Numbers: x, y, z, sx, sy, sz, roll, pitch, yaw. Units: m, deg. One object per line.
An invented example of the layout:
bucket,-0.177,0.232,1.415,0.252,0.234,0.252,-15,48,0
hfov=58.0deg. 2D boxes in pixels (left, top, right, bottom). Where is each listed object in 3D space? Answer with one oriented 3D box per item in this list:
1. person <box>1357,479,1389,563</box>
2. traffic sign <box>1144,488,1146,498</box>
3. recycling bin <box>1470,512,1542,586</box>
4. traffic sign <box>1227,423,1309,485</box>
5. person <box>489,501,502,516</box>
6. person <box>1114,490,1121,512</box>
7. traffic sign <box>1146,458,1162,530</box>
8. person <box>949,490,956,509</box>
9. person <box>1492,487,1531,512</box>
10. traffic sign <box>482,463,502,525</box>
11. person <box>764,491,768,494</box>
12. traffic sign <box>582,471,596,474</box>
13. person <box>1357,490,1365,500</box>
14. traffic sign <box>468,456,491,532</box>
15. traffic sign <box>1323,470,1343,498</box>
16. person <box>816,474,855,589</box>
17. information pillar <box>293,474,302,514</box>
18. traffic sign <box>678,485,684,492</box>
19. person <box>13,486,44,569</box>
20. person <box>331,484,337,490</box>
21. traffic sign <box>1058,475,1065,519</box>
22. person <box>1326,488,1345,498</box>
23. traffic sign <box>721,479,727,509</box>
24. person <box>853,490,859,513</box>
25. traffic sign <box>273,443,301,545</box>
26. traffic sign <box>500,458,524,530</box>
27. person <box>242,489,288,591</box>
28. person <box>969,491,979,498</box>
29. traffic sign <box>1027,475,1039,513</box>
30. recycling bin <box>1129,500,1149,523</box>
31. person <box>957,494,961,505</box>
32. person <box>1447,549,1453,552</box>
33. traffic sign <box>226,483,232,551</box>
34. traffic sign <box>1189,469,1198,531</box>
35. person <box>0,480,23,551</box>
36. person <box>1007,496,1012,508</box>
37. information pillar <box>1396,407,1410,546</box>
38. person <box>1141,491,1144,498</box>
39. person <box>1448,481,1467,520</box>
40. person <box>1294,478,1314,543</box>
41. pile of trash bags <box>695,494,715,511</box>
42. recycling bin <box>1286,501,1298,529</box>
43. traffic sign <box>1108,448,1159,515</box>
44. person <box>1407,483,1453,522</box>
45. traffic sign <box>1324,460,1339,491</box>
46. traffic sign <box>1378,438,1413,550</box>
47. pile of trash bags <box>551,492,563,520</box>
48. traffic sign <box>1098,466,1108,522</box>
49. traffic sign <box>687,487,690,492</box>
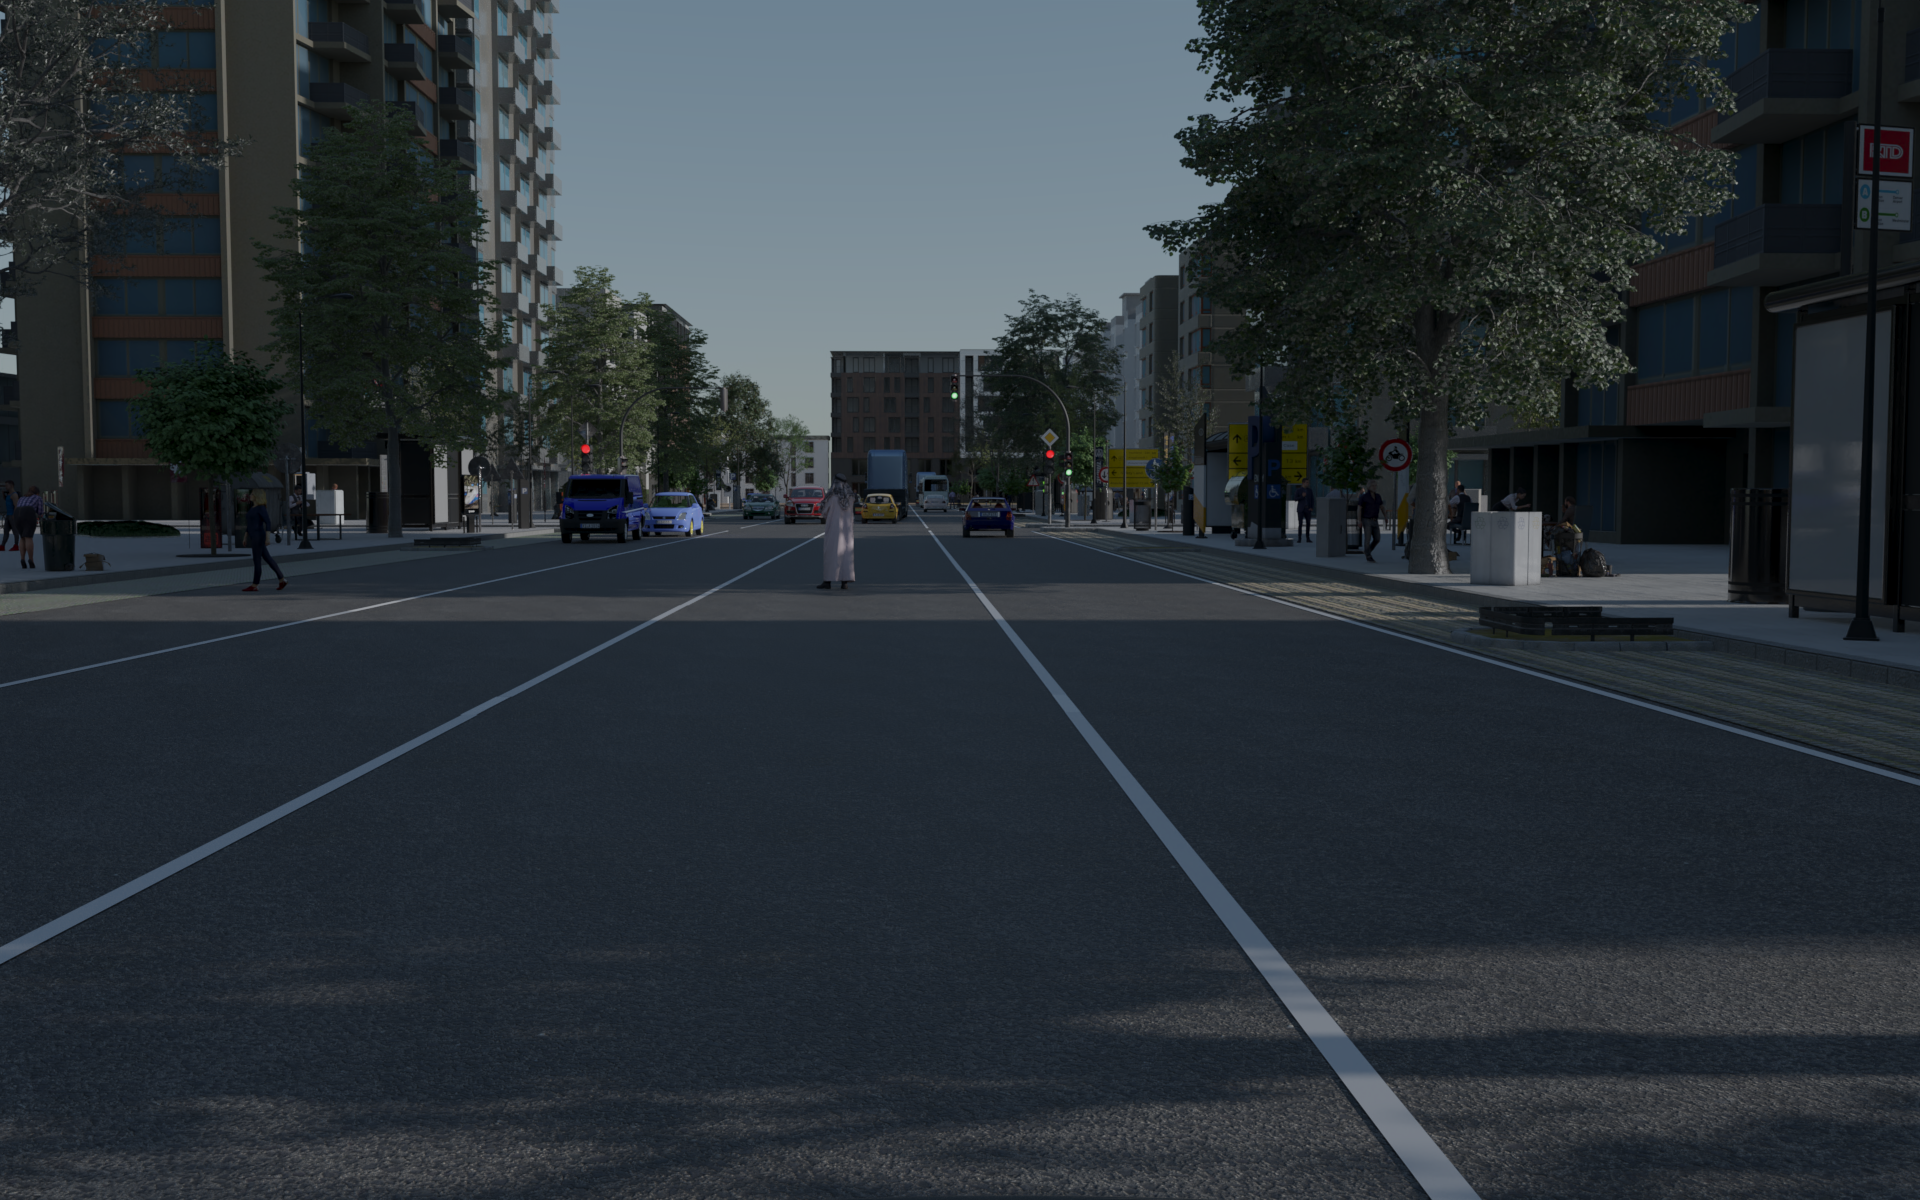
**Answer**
person,7.766,-1.487,32.559,0.569,1.553,0.471,1,4,15
traffic sign,8.624,-4.939,80.859,0.768,2.556,0.104,0,4,6
recycling bin,7.739,-0.734,24.559,0.722,1.027,0.722,-3,5,-39
traffic sign,8.741,-3.387,49.243,2.265,3.308,0.079,0,4,8
person,-26.608,-5.214,99.222,0.695,0.859,0.347,-1,4,-16
person,11.415,-7.200,125.822,0.516,1.574,0.319,2,4,25
traffic sign,6.969,-3.761,61.599,0.768,2.556,0.104,0,4,7
person,-0.733,-9.656,166.238,0.709,1.838,0.599,0,4,-2
person,12.888,-1.918,40.588,0.799,1.438,0.628,0,4,4
traffic sign,-19.678,-4.456,72.858,0.884,2.594,0.081,0,4,6
person,-24.121,-12.747,215.160,1.217,1.736,0.721,-1,4,-9
traffic sign,-17.463,-4.995,81.405,0.795,2.593,0.064,0,4,-1
person,17.891,-4.207,77.032,0.429,1.552,0.499,0,4,8
traffic sign,-16.165,-3.557,58.256,0.768,2.556,0.104,0,4,0
traffic sign,8.963,-2.491,40.725,0.884,2.594,0.081,0,4,0
person,-1.837,-1.042,26.206,0.621,1.740,0.551,3,5,42
information pillar,-24.774,-3.695,64.904,0.304,2.012,0.304,-2,4,-32
traffic sign,-19.897,-7.480,122.296,0.884,2.594,0.081,0,4,2
person,-16.044,-1.258,29.845,0.421,1.427,0.697,0,4,-8
person,-28.019,-4.346,77.788,0.600,1.739,0.565,-2,4,-30
traffic sign,5.485,-5.540,90.677,0.768,2.556,0.104,0,4,3
person,9.363,-2.151,43.420,0.614,1.554,0.590,1,4,14
traffic sign,-20.119,-8.943,146.214,0.884,2.594,0.081,0,4,6
person,-7.906,-7.497,131.622,0.434,1.755,0.990,2,4,26
traffic sign,-16.765,-2.635,43.184,0.768,2.556,0.104,0,4,5
traffic sign,-15.966,-3.775,61.727,0.884,2.594,0.081,0,4,0
person,-10.301,-0.892,25.623,0.480,1.512,0.613,2,4,35
person,0.869,-5.771,104.310,0.517,1.644,0.566,-2,4,-35
traffic sign,4.831,-6.993,114.336,0.884,2.594,0.081,0,4,7
recycling bin,7.915,-3.880,75.992,0.722,1.027,0.722,-2,4,-28
person,-0.251,-10.775,185.195,0.617,1.759,0.750,-3,4,-38
person,10.361,-1.790,37.516,0.499,1.552,0.429,-2,4,-33
traffic sign,-16.330,-2.358,38.658,0.768,2.556,0.104,0,4,-1
traffic sign,8.330,-3.715,60.737,0.884,2.594,0.081,0,4,0
person,-21.414,-1.901,38.993,0.647,1.594,0.662,2,4,31
person,3.718,-7.494,131.114,0.480,1.512,0.613,3,5,43
information pillar,10.863,-3.124,42.436,0.183,3.616,0.504,-1,4,-8
person,12.846,-6.873,121.113,0.574,1.496,0.600,0,4,5
person,18.218,-3.475,63.417,0.990,1.755,0.434,3,4,36
person,9.069,-2.366,45.639,0.541,1.710,0.530,0,4,2
pile of trash bags,-20.029,-7.699,135.623,1.912,1.369,3.447,0,4,-4
recycling bin,12.035,-3.122,63.599,0.722,1.027,0.722,-2,4,-35
traffic sign,7.685,-5.070,76.772,2.265,3.308,0.079,0,4,0
person,8.220,-1.469,30.201,0.875,1.805,0.789,1,4,21
traffic sign,10.285,-2.881,47.213,0.768,2.556,0.104,0,4,3
traffic sign,9.907,-2.408,39.482,0.768,2.556,0.104,0,4,8
pile of trash bags,-19.716,-4.745,87.339,1.912,1.369,3.447,0,4,-3
traffic sign,6.744,-4.863,79.620,0.768,2.556,0.104,0,4,8
traffic sign,-18.109,-6.973,116.132,0.606,2.300,0.079,0,4,1
